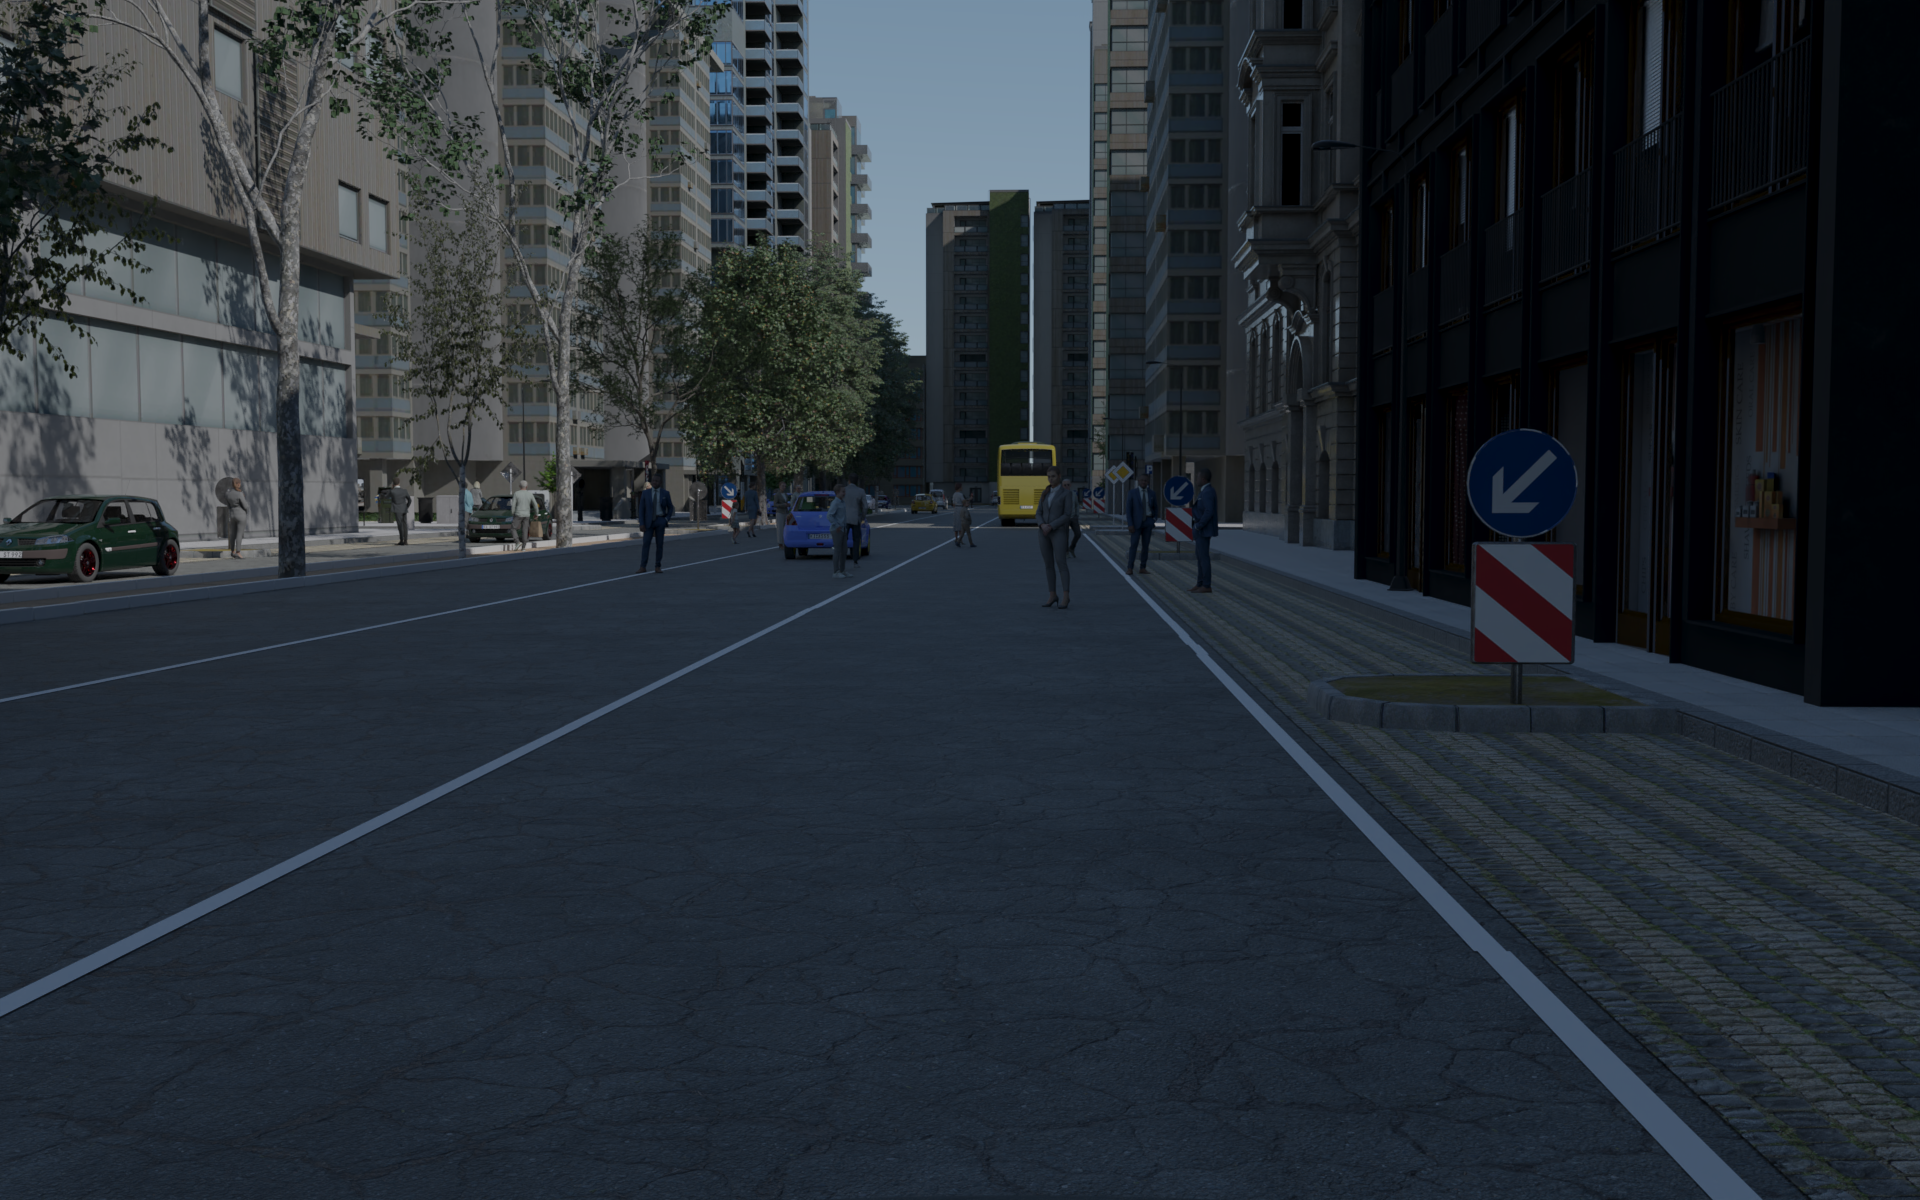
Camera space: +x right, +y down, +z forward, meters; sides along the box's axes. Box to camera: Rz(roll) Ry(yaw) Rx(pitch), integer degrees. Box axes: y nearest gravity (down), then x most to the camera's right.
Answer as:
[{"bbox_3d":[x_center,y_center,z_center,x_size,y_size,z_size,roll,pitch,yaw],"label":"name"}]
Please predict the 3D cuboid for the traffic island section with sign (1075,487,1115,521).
[{"bbox_3d":[7.386,-5.200,93.646,1.989,1.847,2.006,0,4,3],"label":"traffic island section with sign"}]

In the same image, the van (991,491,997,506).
[{"bbox_3d":[4.792,-12.766,215.726,2.013,2.044,4.112,0,4,4],"label":"van"}]

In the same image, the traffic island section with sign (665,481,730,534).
[{"bbox_3d":[-9.512,-3.300,62.090,2.006,1.907,1.989,0,4,3],"label":"traffic island section with sign"}]

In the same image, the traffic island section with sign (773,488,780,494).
[{"bbox_3d":[-12.861,-6.929,121.915,1.989,1.847,2.006,0,4,3],"label":"traffic island section with sign"}]

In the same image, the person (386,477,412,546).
[{"bbox_3d":[-15.624,-2.466,48.189,0.474,1.900,0.648,2,4,30],"label":"person"}]

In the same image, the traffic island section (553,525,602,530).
[{"bbox_3d":[-15.742,-2.928,70.156,2.009,0.180,2.903,0,4,3],"label":"traffic island section"}]

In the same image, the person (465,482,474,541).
[{"bbox_3d":[-15.139,-2.738,53.278,0.620,1.820,0.660,0,4,5],"label":"person"}]

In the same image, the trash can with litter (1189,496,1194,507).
[{"bbox_3d":[13.609,-5.562,101.997,1.678,1.210,2.233,0,4,-7],"label":"trash can with litter"}]

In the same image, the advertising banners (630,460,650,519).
[{"bbox_3d":[-16.404,-5.668,88.852,0.090,3.025,2.074,1,4,18],"label":"advertising banners"}]

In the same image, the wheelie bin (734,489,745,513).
[{"bbox_3d":[-15.155,-6.812,119.283,0.980,1.594,0.693,1,4,15],"label":"wheelie bin"}]

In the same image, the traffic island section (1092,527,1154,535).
[{"bbox_3d":[5.780,-2.374,61.101,2.009,0.180,2.903,0,4,3],"label":"traffic island section"}]

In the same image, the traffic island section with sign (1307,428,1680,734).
[{"bbox_3d":[3.338,-0.162,11.276,1.989,1.847,2.006,0,4,3],"label":"traffic island section with sign"}]

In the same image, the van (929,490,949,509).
[{"bbox_3d":[-2.078,-9.531,162.845,2.013,2.044,4.112,0,4,3],"label":"van"}]

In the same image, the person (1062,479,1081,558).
[{"bbox_3d":[2.324,-1.826,38.838,0.782,1.767,0.515,-2,4,-24],"label":"person"}]

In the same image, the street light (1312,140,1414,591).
[{"bbox_3d":[5.315,-3.079,22.877,1.470,5.913,1.316,0,4,3],"label":"street light"}]

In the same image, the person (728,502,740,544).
[{"bbox_3d":[-6.528,-2.214,49.722,0.382,1.210,0.505,-2,4,-35],"label":"person"}]

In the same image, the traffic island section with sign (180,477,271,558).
[{"bbox_3d":[-16.915,-1.889,39.516,1.989,1.847,2.006,0,4,3],"label":"traffic island section with sign"}]

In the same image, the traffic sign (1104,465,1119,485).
[{"bbox_3d":[6.149,-4.086,68.995,0.795,2.593,0.064,0,4,3],"label":"traffic sign"}]

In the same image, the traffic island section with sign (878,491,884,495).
[{"bbox_3d":[-9.055,-11.656,199.206,1.989,1.847,2.006,0,4,3],"label":"traffic island section with sign"}]

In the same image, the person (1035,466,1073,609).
[{"bbox_3d":[1.162,-0.801,21.869,0.520,1.790,0.573,1,4,19],"label":"person"}]

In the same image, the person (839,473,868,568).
[{"bbox_3d":[-2.105,-1.542,33.559,0.661,1.843,0.795,0,4,5],"label":"person"}]

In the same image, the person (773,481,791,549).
[{"bbox_3d":[-4.576,-2.193,44.903,0.362,1.759,0.519,3,5,39],"label":"person"}]

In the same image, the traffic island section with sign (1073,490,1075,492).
[{"bbox_3d":[8.716,-6.847,120.568,1.989,1.847,2.006,0,4,3],"label":"traffic island section with sign"}]

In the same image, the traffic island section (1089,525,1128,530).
[{"bbox_3d":[6.173,-2.862,69.077,2.009,0.180,2.903,0,4,3],"label":"traffic island section"}]

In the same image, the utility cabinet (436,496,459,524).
[{"bbox_3d":[-22.109,-3.897,74.882,1.020,1.237,0.306,1,4,11],"label":"utility cabinet"}]

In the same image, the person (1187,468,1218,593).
[{"bbox_3d":[3.525,-0.999,25.012,0.419,1.800,0.721,0,4,1],"label":"person"}]

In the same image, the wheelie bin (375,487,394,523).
[{"bbox_3d":[-25.139,-4.163,75.973,0.980,1.594,0.693,-2,4,-31],"label":"wheelie bin"}]

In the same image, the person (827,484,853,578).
[{"bbox_3d":[-2.062,-1.181,29.616,0.330,1.601,0.589,2,4,28],"label":"person"}]

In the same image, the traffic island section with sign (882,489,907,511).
[{"bbox_3d":[-5.455,-8.343,144.536,2.006,1.907,1.989,0,4,3],"label":"traffic island section with sign"}]

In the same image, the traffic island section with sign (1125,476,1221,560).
[{"bbox_3d":[4.662,-1.809,38.199,1.989,1.847,2.006,0,4,3],"label":"traffic island section with sign"}]

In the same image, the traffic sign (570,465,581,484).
[{"bbox_3d":[-15.718,-4.153,70.088,0.795,2.593,0.064,0,4,3],"label":"traffic sign"}]

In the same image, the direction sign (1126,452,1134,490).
[{"bbox_3d":[9.154,-6.199,93.351,0.379,3.537,0.876,2,4,30],"label":"direction sign"}]

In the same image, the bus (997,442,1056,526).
[{"bbox_3d":[3.153,-5.428,80.291,2.896,3.916,12.252,0,4,3],"label":"bus"}]

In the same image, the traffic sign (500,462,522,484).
[{"bbox_3d":[-16.111,-3.665,62.112,0.795,2.593,0.064,0,4,3],"label":"traffic sign"}]

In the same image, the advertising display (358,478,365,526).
[{"bbox_3d":[-24.515,-3.956,69.895,0.974,1.923,0.123,-1,4,-11],"label":"advertising display"}]

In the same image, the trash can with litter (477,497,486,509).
[{"bbox_3d":[-30.759,-6.047,110.260,0.624,1.170,1.055,3,4,39],"label":"trash can with litter"}]

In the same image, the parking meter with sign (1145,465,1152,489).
[{"bbox_3d":[11.191,-6.640,104.825,0.543,3.016,1.738,-1,4,-13],"label":"parking meter with sign"}]

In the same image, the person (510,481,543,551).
[{"bbox_3d":[-10.845,-2.100,43.324,0.782,1.767,0.515,-2,4,-33],"label":"person"}]

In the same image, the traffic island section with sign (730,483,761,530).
[{"bbox_3d":[-9.139,-3.752,69.488,2.006,1.907,1.989,0,4,3],"label":"traffic island section with sign"}]

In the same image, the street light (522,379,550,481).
[{"bbox_3d":[-17.145,-5.973,70.206,1.470,5.913,1.316,0,4,3],"label":"street light"}]

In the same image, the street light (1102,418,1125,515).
[{"bbox_3d":[9.324,-8.113,105.192,1.470,5.913,1.316,0,4,3],"label":"street light"}]

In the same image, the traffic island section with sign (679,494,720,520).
[{"bbox_3d":[-14.201,-5.265,94.714,1.989,1.847,2.006,0,4,3],"label":"traffic island section with sign"}]

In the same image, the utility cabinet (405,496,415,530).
[{"bbox_3d":[-19.872,-3.118,62.139,0.306,1.237,1.020,-3,4,-36],"label":"utility cabinet"}]

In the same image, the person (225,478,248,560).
[{"bbox_3d":[-15.825,-1.790,38.036,0.520,1.790,0.573,0,4,4],"label":"person"}]

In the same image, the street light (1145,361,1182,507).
[{"bbox_3d":[7.151,-5.374,60.399,1.470,5.913,1.316,0,4,3],"label":"street light"}]

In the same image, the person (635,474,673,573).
[{"bbox_3d":[-5.564,-1.394,31.468,0.721,1.800,0.419,-1,4,-17],"label":"person"}]

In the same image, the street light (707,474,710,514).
[{"bbox_3d":[-15.324,-8.337,108.846,1.470,5.913,1.316,0,4,3],"label":"street light"}]

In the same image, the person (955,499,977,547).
[{"bbox_3d":[0.139,-2.068,46.581,0.640,1.303,0.475,-2,4,-34],"label":"person"}]

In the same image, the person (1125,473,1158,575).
[{"bbox_3d":[3.222,-1.360,30.926,0.721,1.800,0.419,-1,4,-20],"label":"person"}]

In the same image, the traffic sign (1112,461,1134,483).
[{"bbox_3d":[5.756,-3.598,61.020,0.795,2.593,0.064,0,4,3],"label":"traffic sign"}]
